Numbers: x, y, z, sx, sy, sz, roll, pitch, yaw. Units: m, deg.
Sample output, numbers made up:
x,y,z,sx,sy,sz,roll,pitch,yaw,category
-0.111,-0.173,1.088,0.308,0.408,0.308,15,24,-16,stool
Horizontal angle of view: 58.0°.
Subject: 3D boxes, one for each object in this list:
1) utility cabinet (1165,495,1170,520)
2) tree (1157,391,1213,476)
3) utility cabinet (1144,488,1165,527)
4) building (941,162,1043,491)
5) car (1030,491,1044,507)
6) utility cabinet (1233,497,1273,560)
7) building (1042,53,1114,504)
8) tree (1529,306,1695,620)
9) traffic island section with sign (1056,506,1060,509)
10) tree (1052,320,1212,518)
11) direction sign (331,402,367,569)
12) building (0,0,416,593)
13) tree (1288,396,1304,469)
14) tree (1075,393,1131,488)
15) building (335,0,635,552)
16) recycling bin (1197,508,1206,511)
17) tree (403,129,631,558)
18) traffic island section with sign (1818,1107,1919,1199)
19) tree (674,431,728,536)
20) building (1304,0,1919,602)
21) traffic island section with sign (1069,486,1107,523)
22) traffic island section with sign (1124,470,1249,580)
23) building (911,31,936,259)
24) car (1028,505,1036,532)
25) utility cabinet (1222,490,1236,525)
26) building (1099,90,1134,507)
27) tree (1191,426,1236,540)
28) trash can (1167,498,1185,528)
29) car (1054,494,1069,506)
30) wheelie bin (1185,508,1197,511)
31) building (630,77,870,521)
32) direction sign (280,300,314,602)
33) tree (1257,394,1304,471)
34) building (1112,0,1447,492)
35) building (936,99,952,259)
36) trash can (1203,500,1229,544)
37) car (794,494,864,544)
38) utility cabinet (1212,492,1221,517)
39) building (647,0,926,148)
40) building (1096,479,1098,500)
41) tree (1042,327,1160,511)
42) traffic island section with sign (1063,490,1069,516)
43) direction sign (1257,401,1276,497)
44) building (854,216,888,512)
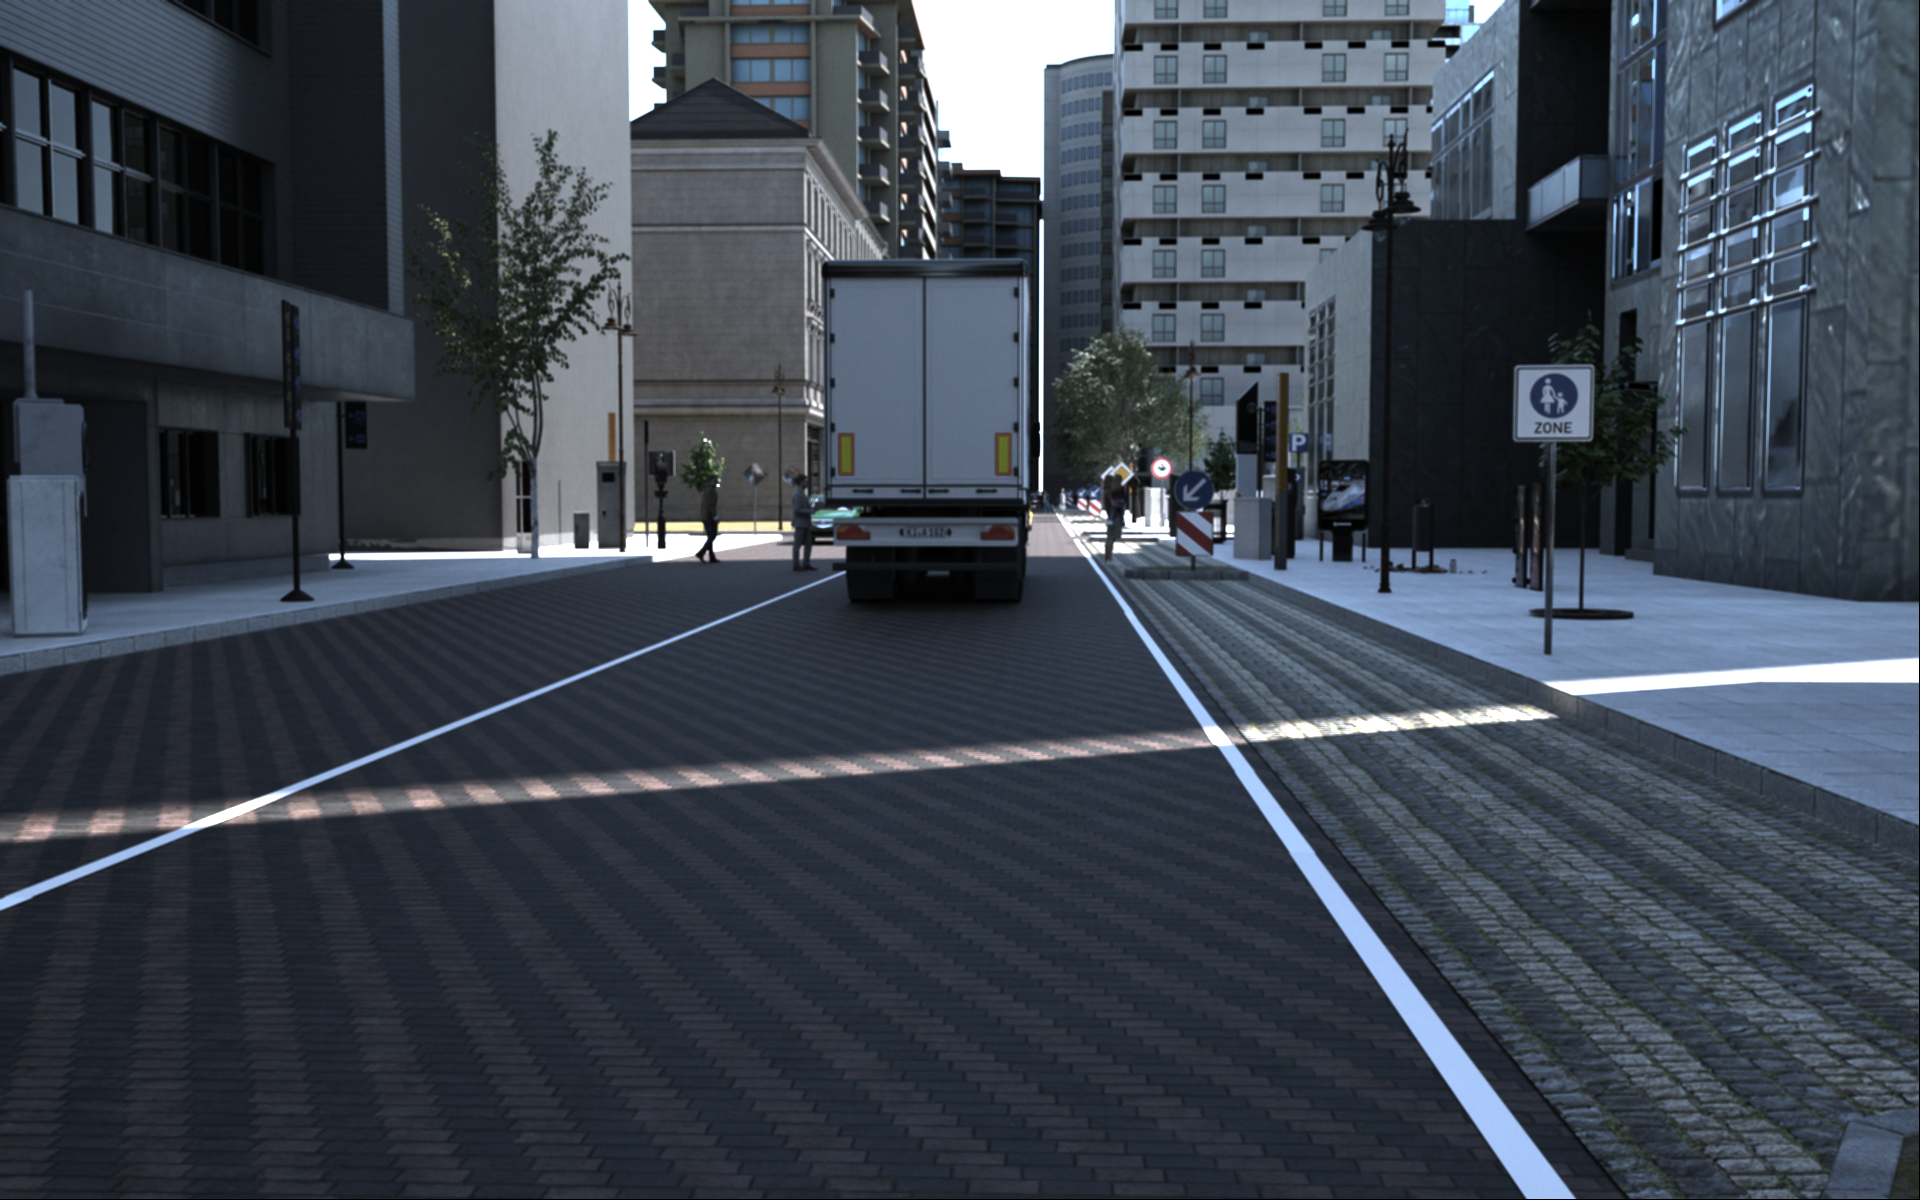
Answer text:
x,y,z,sx,sy,sz,roll,pitch,yaw,category
10.021,-4.513,84.947,1.020,1.237,0.306,-1,4,-21,utility cabinet
15.000,-10.183,116.855,4.737,8.622,4.395,0,3,0,tree
7.479,-3.529,66.375,0.318,1.500,1.173,2,4,34,utility cabinet
-3.428,-35.273,231.340,28.867,44.769,22.147,0,4,3,building
8.636,-11.564,197.746,2.281,1.827,5.304,0,4,3,car
5.775,-1.406,34.156,0.306,1.237,1.020,-1,4,-21,utility cabinet
25.042,-42.006,228.793,28.212,58.520,21.231,0,4,3,building
6.424,-1.430,17.980,1.663,3.219,1.824,0,3,0,tree
10.189,-9.407,162.435,1.989,1.847,2.006,0,4,3,traffic island section with sign
9.404,-9.663,92.403,8.767,10.594,7.601,-1,4,-21,tree
-10.621,-2.305,29.691,0.876,3.537,0.379,-1,4,-22,direction sign
-16.644,-11.910,13.792,14.314,24.678,30.058,0,4,3,building
24.655,-10.552,122.888,4.737,8.622,4.395,0,3,0,tree
10.420,-10.472,121.575,4.360,8.622,3.978,0,3,0,tree
-21.680,-15.391,45.154,24.014,27.812,14.314,0,4,3,building
10.850,-4.072,79.137,0.722,1.027,0.722,0,4,6,recycling bin
-8.729,-5.134,34.307,4.737,8.622,4.395,0,3,0,tree
2.537,0.365,2.665,1.989,1.847,2.006,0,4,3,traffic island section with sign
-7.976,-3.576,53.062,1.663,3.219,1.824,0,3,0,tree
20.598,-44.056,32.991,22.319,86.520,31.000,0,4,3,building
6.502,-4.678,85.115,1.989,1.847,2.006,0,4,3,traffic island section with sign
3.826,-1.282,29.589,1.989,1.847,2.006,0,4,3,traffic island section with sign
-13.682,-33.772,175.870,21.300,48.544,21.600,0,4,3,building
1.889,-3.460,66.791,2.015,1.641,3.980,0,4,4,car
11.209,-3.766,70.246,0.318,1.500,1.173,-2,4,-24,utility cabinet
21.391,-30.281,178.695,14.154,41.232,14.086,0,4,3,building
7.308,-3.332,49.078,1.663,3.219,1.824,0,3,0,tree
7.798,-3.099,62.320,0.748,1.137,0.748,0,3,0,trash can
11.921,-11.679,202.950,2.014,1.417,4.499,0,4,3,car
17.874,-7.752,134.659,0.693,1.594,0.980,-2,4,-29,wheelie bin
-11.515,-14.132,81.970,10.553,20.767,40.483,0,4,3,building
-7.962,-1.755,20.698,0.379,3.537,0.876,-1,4,-10,direction sign
22.678,-10.874,128.151,4.360,8.622,3.978,0,3,0,tree
27.778,-34.717,156.863,28.713,52.752,27.495,0,4,3,building
-16.348,-35.531,200.533,30.456,49.044,23.786,0,4,3,building
6.613,-2.038,44.973,0.748,1.137,0.748,0,3,0,trash can
-3.763,-2.383,50.756,2.131,1.459,4.920,0,4,2,car
14.058,-5.240,94.349,1.173,1.500,0.318,1,4,18,utility cabinet
-14.485,-30.333,150.575,22.147,44.769,28.867,0,4,3,building
31.834,-30.910,197.253,32.217,40.220,23.993,0,4,3,building
10.769,-13.856,133.203,9.857,13.997,8.962,0,3,0,tree
7.777,-6.325,112.041,1.989,1.847,2.006,0,4,3,traffic island section with sign
7.324,-3.078,42.324,0.876,3.537,0.379,1,4,10,direction sign
-10.371,-16.100,112.381,9.793,20.994,18.267,0,4,3,building
